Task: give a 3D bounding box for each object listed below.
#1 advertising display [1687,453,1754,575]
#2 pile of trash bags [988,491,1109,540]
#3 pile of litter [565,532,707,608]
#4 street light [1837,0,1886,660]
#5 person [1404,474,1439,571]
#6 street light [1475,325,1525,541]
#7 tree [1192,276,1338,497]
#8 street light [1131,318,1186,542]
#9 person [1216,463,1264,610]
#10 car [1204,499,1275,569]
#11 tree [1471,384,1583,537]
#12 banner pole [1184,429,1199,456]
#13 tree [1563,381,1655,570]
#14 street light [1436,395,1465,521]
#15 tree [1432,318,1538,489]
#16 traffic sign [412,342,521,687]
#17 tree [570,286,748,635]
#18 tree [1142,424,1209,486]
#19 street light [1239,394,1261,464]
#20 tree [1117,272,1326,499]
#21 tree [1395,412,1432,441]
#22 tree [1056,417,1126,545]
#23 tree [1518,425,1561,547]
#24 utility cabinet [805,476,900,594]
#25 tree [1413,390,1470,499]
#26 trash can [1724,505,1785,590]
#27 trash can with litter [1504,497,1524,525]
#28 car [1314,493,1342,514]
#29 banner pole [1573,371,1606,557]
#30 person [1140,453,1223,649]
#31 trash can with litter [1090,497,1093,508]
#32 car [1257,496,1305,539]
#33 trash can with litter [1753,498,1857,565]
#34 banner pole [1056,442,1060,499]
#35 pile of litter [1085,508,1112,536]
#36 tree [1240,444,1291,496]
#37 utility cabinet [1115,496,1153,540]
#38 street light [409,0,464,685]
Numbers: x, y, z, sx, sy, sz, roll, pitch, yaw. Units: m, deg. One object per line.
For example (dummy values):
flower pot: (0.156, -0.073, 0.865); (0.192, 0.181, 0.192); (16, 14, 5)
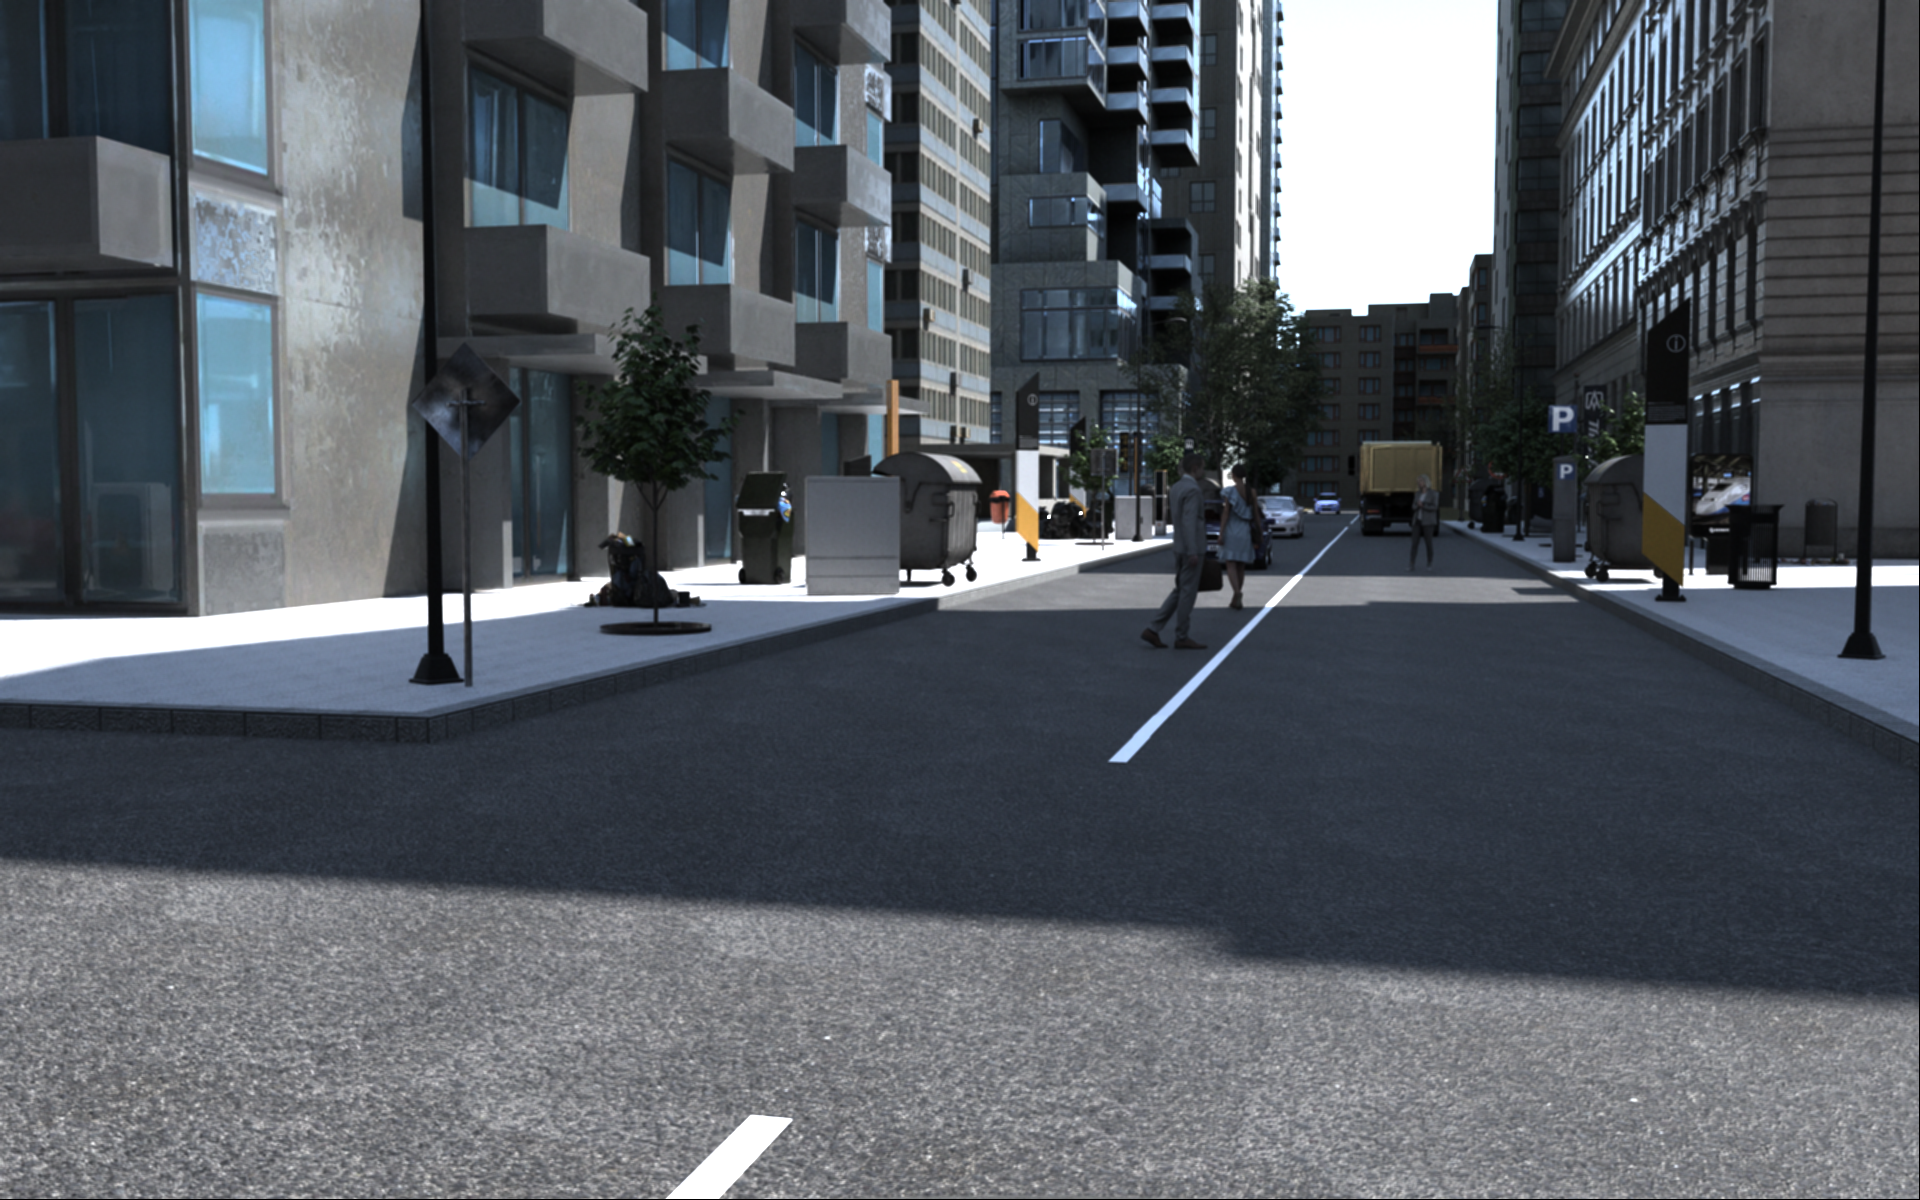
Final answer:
advertising display: (12.054, -1.361, 27.473); (0.974, 1.923, 0.123); (0, 4, 2)
pile of trash bags: (2.417, -2.415, 49.231); (3.447, 1.369, 1.912); (-1, 4, -23)
pile of litter: (-3.739, -0.367, 19.966); (1.719, 0.858, 1.176); (3, 4, 37)
street light: (6.549, -2.508, 13.543); (1.470, 5.913, 1.316); (1, 4, 14)
person: (8.656, -1.447, 32.349); (0.526, 1.800, 0.537); (-3, 4, -37)
street light: (14.822, -4.588, 47.547); (1.470, 5.913, 1.316); (1, 4, 14)
tree: (15.913, -10.544, 90.514); (7.486, 12.596, 7.792); (0, 3, 0)
street light: (5.284, -4.494, 46.023); (1.470, 5.913, 1.316); (1, 4, 14)
person: (3.495, -0.791, 21.532); (0.616, 1.811, 0.778); (0, 4, -3)
car: (5.264, -1.327, 34.269); (1.945, 1.354, 3.894); (1, 4, 12)
tree: (17.159, -4.178, 52.019); (4.285, 4.588, 4.351); (0, 3, 0)
banner pole: (8.888, -4.661, 66.218); (0.863, 3.779, 0.401); (-2, 4, -30)
tree: (11.502, -2.152, 29.791); (1.663, 3.219, 1.824); (0, 3, 0)
street light: (23.077, -6.664, 81.496); (1.470, 5.913, 1.316); (1, 4, 14)
tree: (22.434, -7.525, 73.402); (4.737, 8.622, 4.395); (0, 3, 0)
traffic sign: (-3.273, -0.480, 11.483); (0.795, 2.450, 0.064); (1, 4, 14)
tree: (-2.739, -1.321, 16.202); (1.663, 3.219, 1.824); (0, 3, 0)
tree: (10.127, -5.947, 80.950); (4.285, 4.588, 4.351); (0, 3, 0)
street light: (13.454, -6.572, 79.992); (1.470, 5.913, 1.316); (1, 4, 14)
tree: (10.915, -8.416, 72.018); (8.767, 10.594, 7.601); (0, 4, -1)
tree: (40.225, -12.250, 150.653); (4.737, 8.622, 4.395); (0, 3, 0)
tree: (3.404, -3.012, 43.843); (1.663, 3.219, 1.824); (0, 3, 0)
tree: (14.745, -2.908, 42.148); (1.663, 3.219, 1.824); (0, 3, 0)
utility cabinet: (-1.369, -0.814, 21.991); (1.173, 1.500, 0.318); (-1, 4, -10)
tree: (33.995, -10.554, 122.916); (4.360, 8.622, 3.978); (0, 3, 0)
trash can: (10.709, -0.718, 23.386); (0.748, 1.137, 0.748); (0, 3, 0)
trash can with litter: (22.728, -3.678, 71.518); (1.055, 1.170, 0.624); (-2, 4, -31)
car: (26.170, -6.950, 123.218); (1.945, 1.707, 3.694); (1, 4, 14)
banner pole: (12.710, -2.763, 35.184); (0.401, 3.779, 0.863); (-3, 5, -45)
person: (2.118, -0.454, 16.038); (0.853, 1.813, 0.709); (-1, 4, -15)
trash can with litter: (6.390, -4.182, 79.768); (0.624, 1.170, 1.055); (-1, 4, -22)
car: (10.392, -2.757, 57.439); (2.083, 1.381, 4.827); (1, 4, 14)
trash can with litter: (15.403, -1.274, 31.892); (2.233, 1.210, 1.678); (1, 4, 20)
banner pole: (4.614, -5.726, 83.640); (0.863, 3.779, 0.401); (-3, 5, -41)
pile of litter: (3.829, -2.419, 53.510); (1.719, 0.858, 1.176); (3, 5, 42)
tree: (18.332, -7.420, 105.037); (4.285, 4.588, 4.351); (0, 3, 0)
utility cabinet: (4.838, -2.267, 48.221); (1.020, 1.237, 0.306); (0, 4, -6)
street light: (-3.047, -2.383, 11.506); (1.470, 5.913, 1.316); (1, 4, 14)
